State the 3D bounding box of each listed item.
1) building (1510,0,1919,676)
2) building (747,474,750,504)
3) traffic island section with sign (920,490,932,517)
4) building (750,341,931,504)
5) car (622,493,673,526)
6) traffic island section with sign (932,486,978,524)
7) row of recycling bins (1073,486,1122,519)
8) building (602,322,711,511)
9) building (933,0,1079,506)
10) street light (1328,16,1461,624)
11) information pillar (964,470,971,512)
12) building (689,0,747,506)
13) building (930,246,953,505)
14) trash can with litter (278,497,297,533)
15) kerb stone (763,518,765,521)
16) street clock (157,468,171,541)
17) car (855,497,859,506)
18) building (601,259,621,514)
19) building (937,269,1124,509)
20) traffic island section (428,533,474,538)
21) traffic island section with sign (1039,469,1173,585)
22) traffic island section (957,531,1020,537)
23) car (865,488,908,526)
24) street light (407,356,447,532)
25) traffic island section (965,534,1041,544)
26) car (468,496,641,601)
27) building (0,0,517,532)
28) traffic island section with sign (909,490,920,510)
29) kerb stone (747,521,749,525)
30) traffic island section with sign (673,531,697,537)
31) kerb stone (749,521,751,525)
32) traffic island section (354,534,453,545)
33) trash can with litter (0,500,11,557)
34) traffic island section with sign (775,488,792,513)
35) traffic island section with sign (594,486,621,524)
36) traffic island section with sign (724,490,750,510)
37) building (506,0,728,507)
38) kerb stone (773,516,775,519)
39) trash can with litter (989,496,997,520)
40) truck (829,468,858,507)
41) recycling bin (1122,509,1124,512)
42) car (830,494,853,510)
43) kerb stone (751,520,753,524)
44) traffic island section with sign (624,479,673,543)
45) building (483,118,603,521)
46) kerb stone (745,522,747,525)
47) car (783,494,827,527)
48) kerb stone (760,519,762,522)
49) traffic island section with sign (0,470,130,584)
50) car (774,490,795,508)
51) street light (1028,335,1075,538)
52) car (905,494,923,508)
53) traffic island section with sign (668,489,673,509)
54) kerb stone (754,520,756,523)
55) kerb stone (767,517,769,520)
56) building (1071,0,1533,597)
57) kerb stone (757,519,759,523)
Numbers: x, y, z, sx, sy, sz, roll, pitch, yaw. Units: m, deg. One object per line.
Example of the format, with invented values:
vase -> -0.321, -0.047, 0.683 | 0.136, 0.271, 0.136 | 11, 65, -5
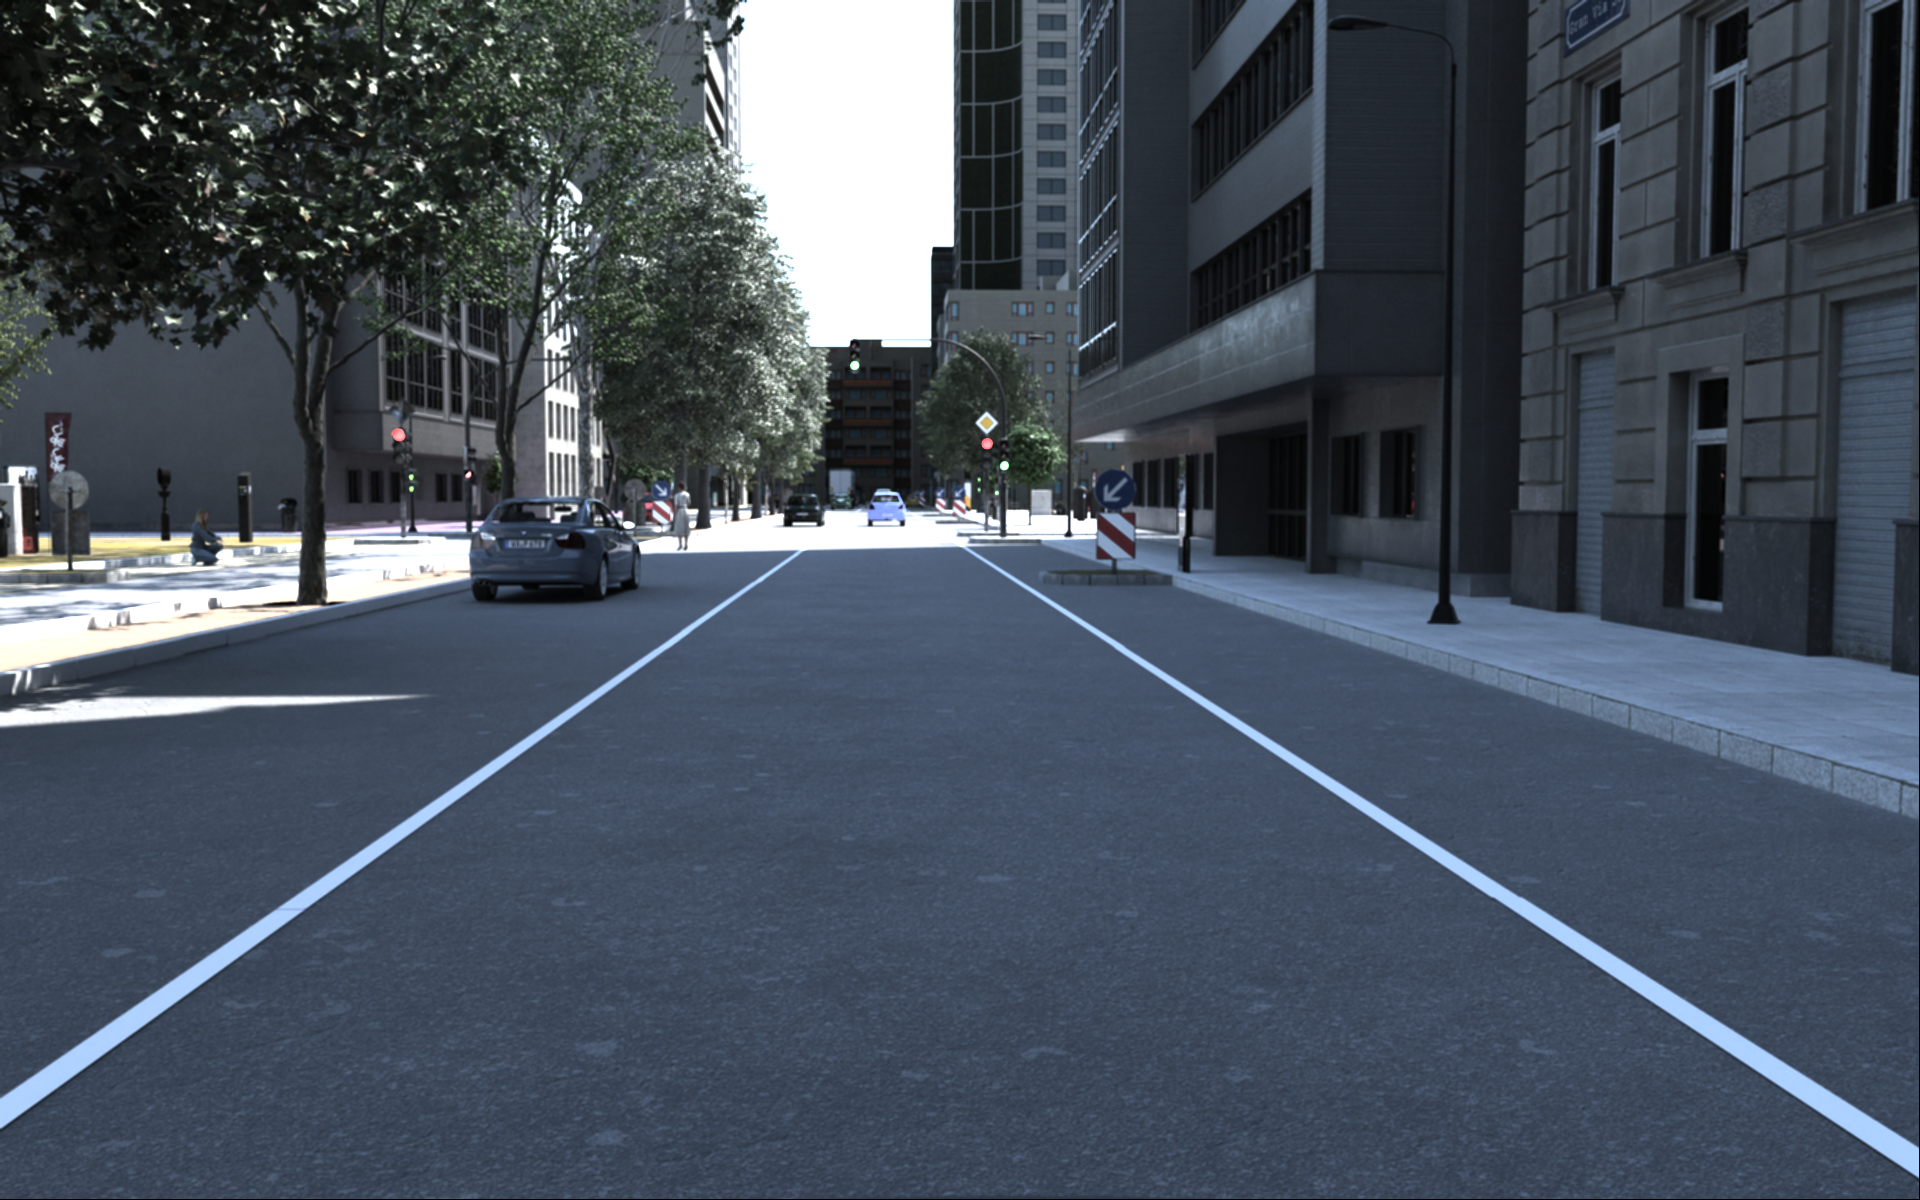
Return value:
building -> 12.572, -12.856, 7.461 | 12.463, 27.353, 25.104 | 0, 4, -3
building -> -42.122, -23.533, 229.805 | 28.899, 21.520, 27.650 | 0, 4, -3
traffic island section with sign -> -1.385, -6.227, 110.441 | 1.989, 1.847, 2.006 | 0, 4, -3
building -> -12.177, -23.617, 231.173 | 28.899, 21.520, 27.650 | 0, 4, -3
car -> -14.345, -4.318, 79.642 | 2.155, 1.783, 4.494 | 0, 4, -1
traffic island section with sign -> -0.185, -4.580, 83.512 | 1.989, 1.847, 2.006 | 0, 4, -3
row of recycling bins -> 7.558, -5.017, 89.146 | 3.534, 1.692, 1.069 | 1, 4, 8
building -> -36.534, -18.467, 146.971 | 27.650, 21.520, 28.899 | 0, 4, -3
building -> 7.664, -45.648, 184.600 | 20.563, 71.187, 20.611 | 0, 4, -3
street light -> 4.273, -2.721, 17.026 | 1.470, 5.913, 1.316 | 0, 4, -3
information pillar -> 0.573, -8.272, 126.603 | 0.504, 3.616, 0.183 | -2, 4, -24
building -> -35.621, -46.421, 197.236 | 20.611, 71.187, 20.563 | 0, 4, -3
building -> 3.488, -26.379, 202.999 | 14.160, 30.474, 14.107 | 0, 4, -3
trash can with litter -> -22.305, -2.817, 57.440 | 0.624, 1.170, 1.055 | -1, 4, -23
kerb stone -> -10.288, -4.099, 89.238 | 0.120, 0.150, 1.000 | 0, 4, -3
street clock -> -21.835, -2.629, 47.555 | 0.358, 2.002, 0.471 | -3, 5, -40
car -> -13.098, -11.909, 207.075 | 2.083, 1.381, 4.827 | 0, 4, -3
building -> -29.884, -14.673, 107.350 | 16.820, 18.784, 16.811 | 0, 4, -3
building -> 12.125, -19.360, 161.582 | 27.650, 21.520, 28.899 | 0, 4, -3
traffic island section -> -16.497, -2.195, 58.161 | 2.009, 0.180, 2.903 | 0, 4, -3
traffic island section with sign -> 2.312, -1.192, 28.120 | 1.989, 1.847, 2.006 | 0, 4, -3
traffic island section -> 0.927, -2.242, 58.938 | 2.009, 0.180, 2.903 | 0, 4, -3
car -> -3.313, -4.179, 77.910 | 1.945, 1.707, 3.694 | 0, 4, -3
street light -> -17.931, -5.244, 58.288 | 1.470, 5.913, 1.316 | 0, 4, -3
traffic island section -> 1.287, -1.754, 50.961 | 2.009, 0.180, 2.903 | 0, 4, -3
car -> -5.698, -0.771, 24.616 | 2.014, 1.417, 4.499 | 0, 4, -1
building -> -27.426, -16.872, 69.366 | 14.314, 27.812, 24.014 | 0, 4, -3
traffic island section with sign -> -3.653, -9.294, 160.590 | 1.989, 1.847, 2.006 | 0, 4, -3
kerb stone -> -9.842, -3.471, 78.996 | 0.120, 0.150, 1.000 | 0, 4, -3
traffic island section with sign -> -9.931, -3.057, 58.112 | 2.006, 1.907, 1.989 | 0, 4, -3
kerb stone -> -9.878, -3.536, 80.025 | 0.120, 0.150, 1.000 | 0, 4, -3
traffic island section -> -16.137, -1.707, 50.184 | 2.009, 0.180, 2.903 | 0, 4, -3
trash can with litter -> -19.750, -1.440, 34.933 | 1.055, 1.170, 0.624 | 0, 4, -4
traffic island section with sign -> -13.322, -7.648, 133.174 | 2.006, 1.907, 1.989 | 0, 4, -3
traffic island section with sign -> -17.273, -4.534, 82.755 | 1.989, 1.847, 2.006 | 0, 4, -3
traffic island section with sign -> -20.764, -9.267, 160.145 | 1.989, 1.847, 2.006 | 0, 4, -3
building -> -34.783, -33.502, 171.452 | 21.300, 48.544, 21.600 | 0, 4, -3
kerb stone -> -10.664, -4.602, 97.433 | 0.120, 0.150, 1.000 | 0, 4, -3
trash can with litter -> 1.859, -4.518, 85.260 | 0.624, 1.170, 1.055 | 2, 4, 28
truck -> -13.087, -12.558, 194.241 | 2.839, 4.237, 11.283 | 0, 4, -1
recycling bin -> 9.686, -5.278, 98.845 | 0.722, 1.027, 0.722 | 2, 4, 33
car -> -10.647, -8.800, 155.675 | 2.131, 1.459, 4.920 | 0, 4, -2
kerb stone -> -9.922, -3.594, 81.046 | 0.120, 0.150, 1.000 | 0, 4, -3
traffic island section with sign -> -9.608, -2.604, 50.711 | 2.006, 1.907, 1.989 | 0, 4, -3
building -> -25.366, -14.423, 90.559 | 10.420, 20.320, 16.860 | 0, 4, -3
kerb stone -> -9.785, -3.408, 77.975 | 0.120, 0.150, 1.000 | 0, 4, -3
car -> -6.943, -4.133, 77.360 | 2.009, 1.686, 4.222 | 0, 4, -2
kerb stone -> -10.200, -3.975, 87.183 | 0.120, 0.150, 1.000 | 0, 4, -3
traffic island section with sign -> -14.831, -1.208, 28.377 | 1.989, 1.847, 2.006 | 0, 4, -3
car -> -17.818, -10.316, 177.337 | 2.281, 1.827, 5.304 | 0, 4, -2
street light -> 2.682, -4.792, 50.897 | 1.470, 5.913, 1.316 | 0, 4, -3
car -> -4.788, -10.480, 181.564 | 2.015, 1.641, 3.980 | 0, 4, -3
traffic island section with sign -> -18.505, -6.202, 110.034 | 1.989, 1.847, 2.006 | 0, 4, -3
kerb stone -> -10.017, -3.723, 83.088 | 0.120, 0.150, 1.000 | 0, 4, -3
kerb stone -> -10.427, -4.289, 92.312 | 0.120, 0.150, 1.000 | 0, 4, -3
building -> 10.980, -13.260, 35.870 | 14.314, 24.678, 30.058 | 0, 4, -3
kerb stone -> -10.117, -3.844, 85.135 | 0.120, 0.150, 1.000 | 0, 4, -3
